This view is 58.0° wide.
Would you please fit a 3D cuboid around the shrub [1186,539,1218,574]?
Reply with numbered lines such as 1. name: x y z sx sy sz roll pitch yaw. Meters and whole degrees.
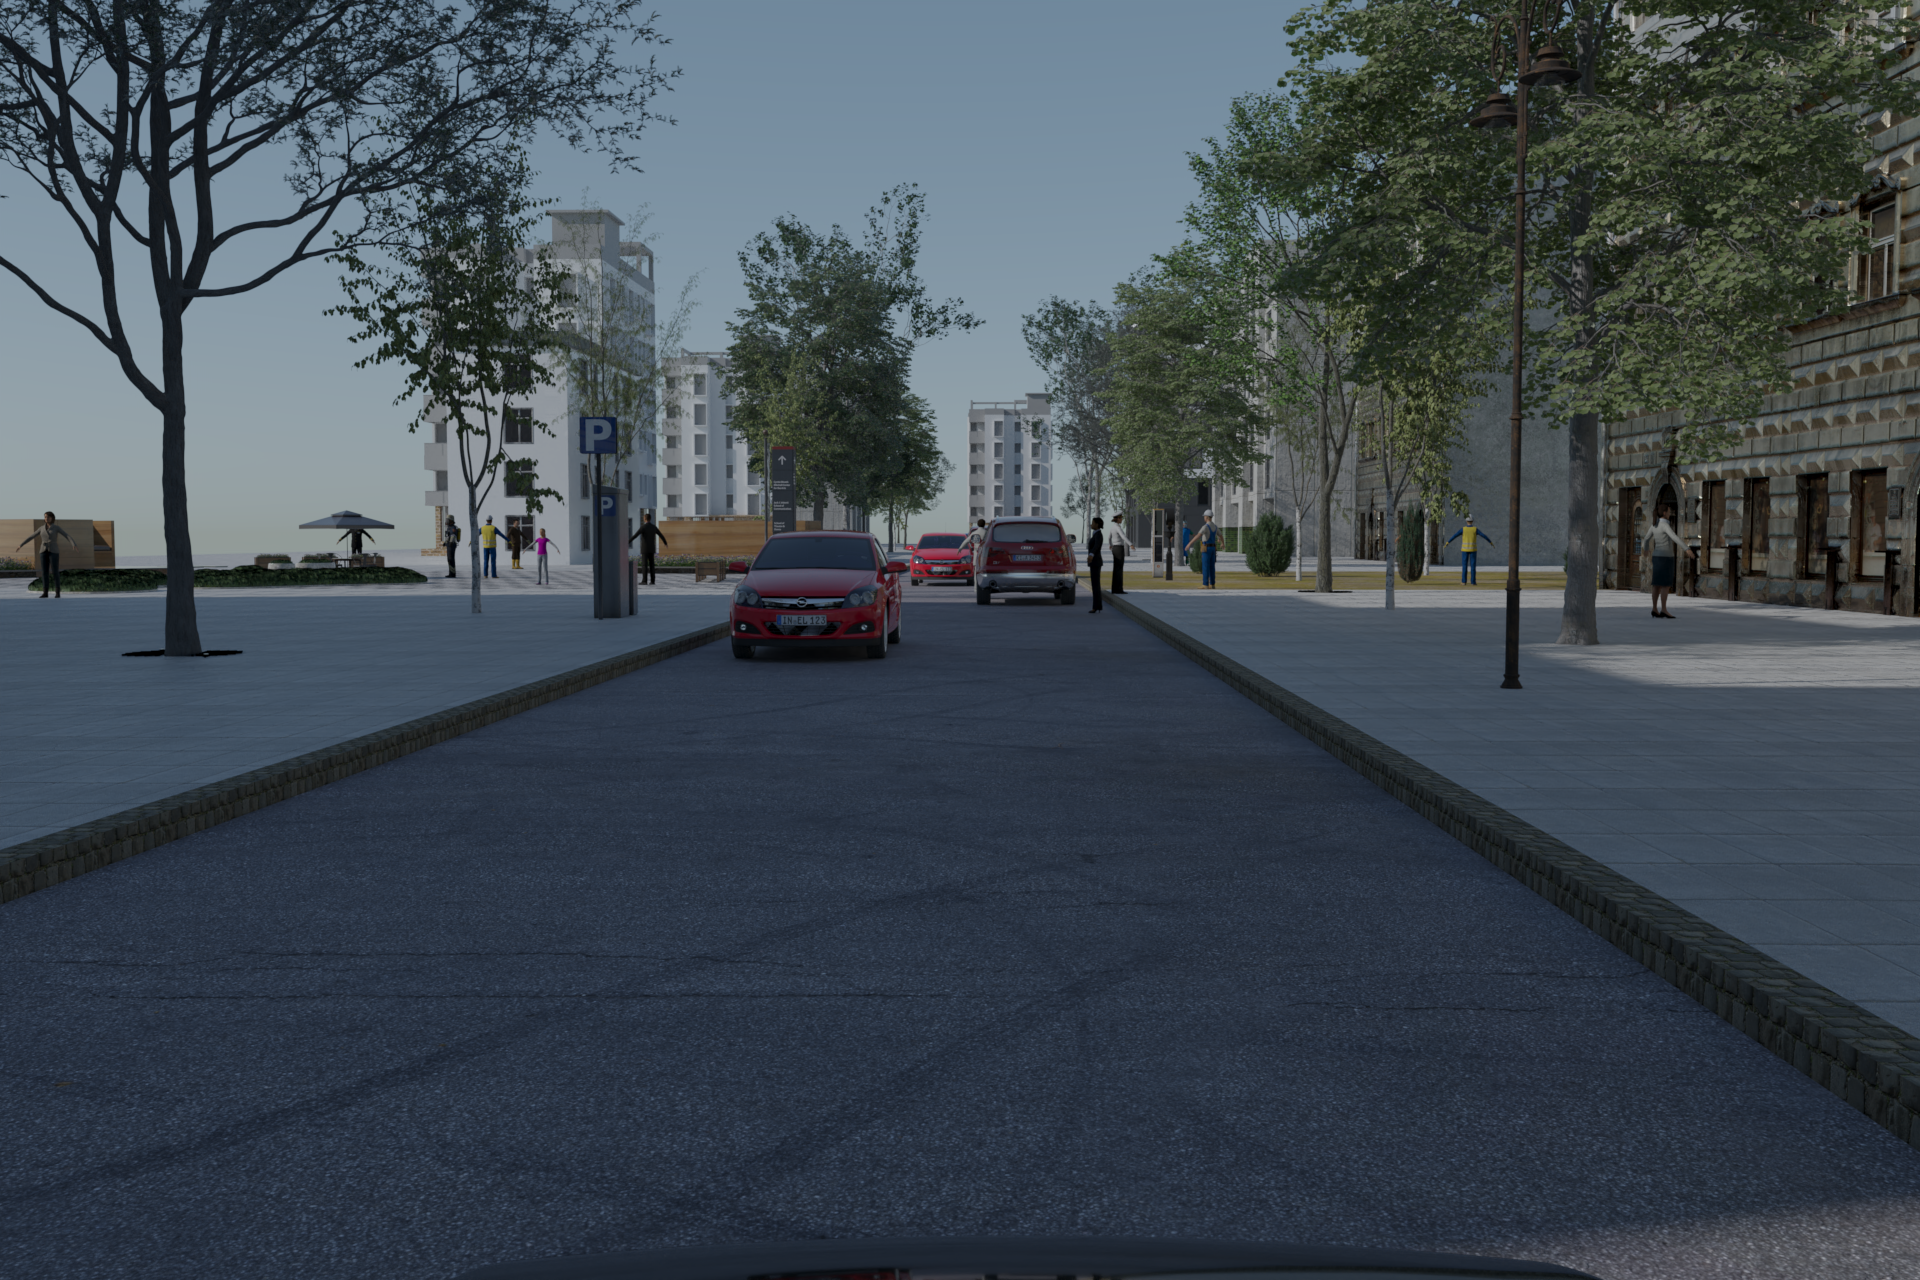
1. shrub: 7.767 -2.716 55.527 1.383 1.207 1.383 0 3 0

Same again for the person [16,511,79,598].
1. person: -18.268 -1.709 34.699 1.215 1.744 0.721 0 4 -3

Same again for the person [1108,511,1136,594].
1. person: 3.455 -1.873 37.084 0.721 1.778 1.216 -1 4 -19

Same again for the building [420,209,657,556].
1. building: -25.397 -15.049 102.469 16.016 20.090 11.380 0 4 1

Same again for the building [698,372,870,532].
1. building: -20.049 -20.682 204.613 16.747 18.905 31.486 0 4 1

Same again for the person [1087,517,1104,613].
1. person: 2.392 -1.361 31.426 0.721 1.740 1.216 0 4 7

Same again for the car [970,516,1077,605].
1. car: 1.355 -1.712 36.659 2.281 1.827 5.304 0 4 1

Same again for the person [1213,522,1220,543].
1. person: 10.677 -4.116 73.563 0.705 1.796 1.348 -2 4 -28

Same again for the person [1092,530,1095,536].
1. person: 6.166 -4.480 79.440 0.705 1.806 1.347 0 4 -3

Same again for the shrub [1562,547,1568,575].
1. shrub: 17.889 -2.381 50.051 1.383 1.207 1.383 0 3 0

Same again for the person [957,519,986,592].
1. person: 0.543 -2.075 42.566 1.347 1.806 0.705 1 4 18

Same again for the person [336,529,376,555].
1. person: -21.314 -3.379 61.179 1.347 1.837 0.705 0 4 -5

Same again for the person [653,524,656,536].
1. person: -13.779 -4.297 77.065 0.721 1.733 1.217 -2 4 -25

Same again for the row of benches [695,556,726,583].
1. row of benches: -6.858 -1.971 47.696 1.422 0.672 4.104 0 4 -5

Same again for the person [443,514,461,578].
1. person: -14.965 -2.755 50.826 0.705 1.856 1.354 -2 4 -25

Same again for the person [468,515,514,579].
1. person: -13.558 -2.692 49.979 1.349 1.833 0.705 0 4 5

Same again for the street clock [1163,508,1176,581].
1. street clock: 5.785 -2.646 47.831 0.358 2.002 0.471 0 4 2

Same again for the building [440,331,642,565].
1. building: -20.258 -8.783 85.748 9.099 9.664 28.070 0 4 2

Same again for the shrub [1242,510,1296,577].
1. shrub: 9.300 -2.915 52.082 1.690 2.028 1.600 0 3 0

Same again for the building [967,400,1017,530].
1. building: 1.348 -23.056 235.842 11.380 20.090 16.016 0 4 -1

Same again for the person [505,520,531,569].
1. person: -16.200 -3.497 63.310 0.704 1.812 1.346 2 4 25

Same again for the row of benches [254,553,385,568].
1. row of benches: -20.831 -2.487 56.132 4.104 0.672 1.422 -2 4 -26

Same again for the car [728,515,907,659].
1. car: -1.698 -0.749 21.283 2.155 1.783 4.494 0 4 1

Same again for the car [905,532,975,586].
1. car: -0.450 -2.459 49.244 2.155 1.783 4.494 0 4 1

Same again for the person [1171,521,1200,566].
1. person: 9.000 -3.863 69.289 1.347 1.817 0.704 -1 4 -9

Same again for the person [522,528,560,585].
1. person: -10.572 -2.110 43.773 0.991 1.433 0.599 0 4 7

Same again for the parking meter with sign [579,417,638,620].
1. parking meter with sign: -5.351 -1.859 26.649 0.543 3.016 1.738 0 4 2

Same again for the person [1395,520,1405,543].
1. person: 16.440 -3.523 63.742 1.345 1.843 0.704 -3 4 -39

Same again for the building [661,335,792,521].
1. building: -22.301 -18.908 165.560 16.016 20.090 11.380 0 4 2

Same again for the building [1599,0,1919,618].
1. building: 23.923 -12.193 30.293 19.493 23.208 18.063 0 4 1

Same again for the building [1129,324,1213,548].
1. building: 30.695 -20.183 173.967 27.936 21.610 32.646 0 4 2

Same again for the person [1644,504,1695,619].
1. person: 10.777 -1.197 26.400 0.721 1.735 1.217 -1 4 -11

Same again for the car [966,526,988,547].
1. car: 1.206 -4.226 77.775 2.281 1.827 5.304 0 4 2

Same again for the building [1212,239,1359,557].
1. building: 26.599 -15.046 112.454 16.747 18.905 31.486 0 4 2

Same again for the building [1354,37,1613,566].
1. building: 29.011 -15.114 78.047 19.493 23.208 18.063 0 4 2

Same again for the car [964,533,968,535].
1. car: 0.676 -6.831 121.286 1.945 1.707 3.694 0 4 1
